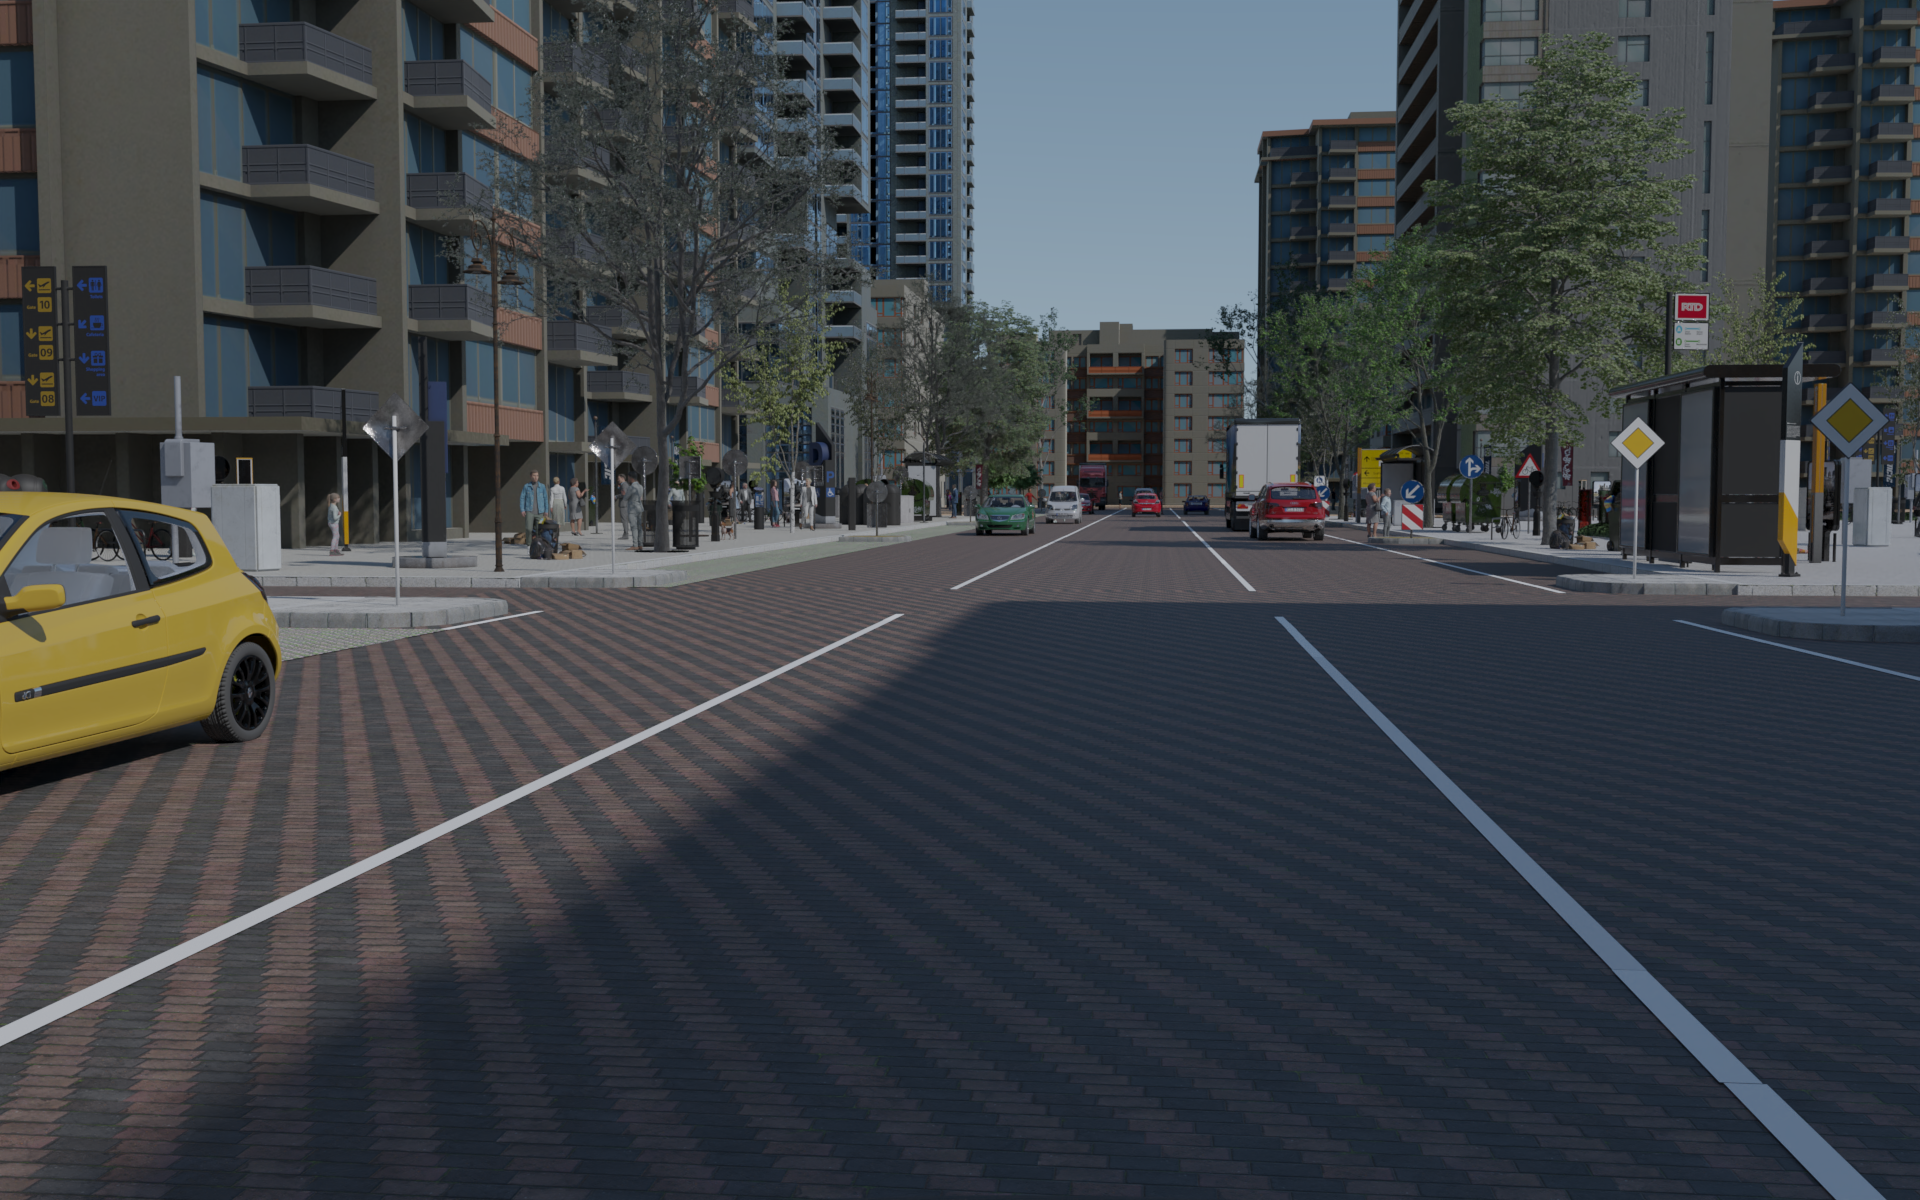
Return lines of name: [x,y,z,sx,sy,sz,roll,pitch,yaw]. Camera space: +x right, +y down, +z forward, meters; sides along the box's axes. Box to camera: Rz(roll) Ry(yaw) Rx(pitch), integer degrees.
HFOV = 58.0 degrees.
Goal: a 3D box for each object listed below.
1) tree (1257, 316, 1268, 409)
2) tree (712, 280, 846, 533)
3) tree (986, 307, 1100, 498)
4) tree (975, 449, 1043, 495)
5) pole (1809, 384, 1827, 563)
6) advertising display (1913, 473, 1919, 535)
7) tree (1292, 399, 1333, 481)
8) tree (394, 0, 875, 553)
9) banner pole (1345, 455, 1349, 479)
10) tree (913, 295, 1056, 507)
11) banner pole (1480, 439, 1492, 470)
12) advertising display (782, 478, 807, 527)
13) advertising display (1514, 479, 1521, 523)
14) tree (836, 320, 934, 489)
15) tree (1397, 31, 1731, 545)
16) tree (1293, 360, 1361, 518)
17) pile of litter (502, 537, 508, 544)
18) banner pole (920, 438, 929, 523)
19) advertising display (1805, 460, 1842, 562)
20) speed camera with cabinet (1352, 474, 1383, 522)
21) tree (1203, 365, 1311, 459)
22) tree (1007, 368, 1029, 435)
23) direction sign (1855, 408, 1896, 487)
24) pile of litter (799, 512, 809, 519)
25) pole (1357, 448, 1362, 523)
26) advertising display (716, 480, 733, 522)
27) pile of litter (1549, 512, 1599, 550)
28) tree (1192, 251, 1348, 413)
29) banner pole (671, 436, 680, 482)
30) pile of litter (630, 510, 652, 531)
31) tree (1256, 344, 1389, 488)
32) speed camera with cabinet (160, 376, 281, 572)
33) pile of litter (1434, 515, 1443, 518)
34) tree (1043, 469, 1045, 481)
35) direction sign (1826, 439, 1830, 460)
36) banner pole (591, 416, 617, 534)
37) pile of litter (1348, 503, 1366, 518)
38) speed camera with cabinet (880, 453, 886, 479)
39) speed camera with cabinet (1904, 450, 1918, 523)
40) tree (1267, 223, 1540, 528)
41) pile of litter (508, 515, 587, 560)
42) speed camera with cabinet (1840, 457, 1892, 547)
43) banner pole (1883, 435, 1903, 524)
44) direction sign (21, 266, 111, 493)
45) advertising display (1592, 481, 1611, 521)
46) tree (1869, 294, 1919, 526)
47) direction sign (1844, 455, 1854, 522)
tree: [18.965,-9.825,86.397,9.928,11.665,9.643,0,3,0]
tree: [-5.722,-6.517,56.921,4.737,8.622,4.395,0,3,0]
tree: [7.979,-19.689,177.806,12.611,20.169,13.585,0,3,0]
tree: [2.660,-8.470,122.190,4.285,4.588,4.351,0,3,0]
pole: [15.892,-2.339,32.087,0.158,3.312,0.155,0,3,0]
advertising display: [29.446,-2.891,52.480,0.974,1.923,0.123,3,5,43]
tree: [23.807,-10.371,119.922,4.737,8.622,4.395,0,3,0]
tree: [-6.402,-7.786,37.666,12.009,13.543,11.850,0,3,0]
banner pole: [22.057,-6.667,99.018,0.401,3.779,0.863,0,4,-8]
tree: [1.682,-12.586,112.435,9.857,13.997,8.962,0,3,0]
banner pole: [23.655,-5.388,78.115,0.401,3.779,0.863,-2,4,-30]
advertising display: [-6.453,-3.814,67.576,0.974,1.923,0.123,-2,4,-23]
advertising display: [24.507,-4.338,76.143,0.123,1.923,0.974,1,4,9]
tree: [-3.440,-7.528,73.443,4.360,8.622,3.978,0,3,0]
tree: [14.806,-7.622,42.751,7.486,12.596,7.792,0,3,0]
tree: [19.984,-8.825,94.654,4.360,8.622,3.978,0,3,0]
pile of litter: [-11.220,-1.872,44.566,1.176,0.858,1.719,0,4,-2]
banner pole: [-1.625,-5.345,77.413,0.401,3.779,0.863,0,4,-6]
advertising display: [16.477,-1.704,33.069,0.123,1.923,0.974,0,4,-4]
speed camera with cabinet: [18.955,-5.172,78.890,2.038,3.252,0.660,1,4,22]
tree: [28.155,-15.444,162.871,12.009,13.543,11.850,0,3,0]
tree: [-1.304,-11.269,94.618,12.009,13.543,11.850,0,3,0]
direction sign: [24.279,-3.292,45.828,0.876,3.537,0.379,0,4,-5]
pile of litter: [-8.231,-4.703,90.857,1.176,0.858,1.719,1,4,22]
pole: [17.657,-5.062,76.608,0.158,3.312,0.155,0,3,0]
advertising display: [-10.692,-4.471,78.321,0.974,1.923,0.123,2,4,26]
pile of litter: [14.468,-1.631,40.626,1.719,0.858,1.176,-3,4,-39]
tree: [24.909,-17.240,137.763,12.611,20.169,13.585,0,3,0]
banner pole: [-12.298,-5.183,74.755,0.401,3.779,0.863,1,4,20]
pile of litter: [-10.939,-2.836,60.326,1.176,0.858,1.719,1,4,13]
tree: [21.663,-10.445,105.183,8.767,10.594,7.601,-1,4,-18]
speed camera with cabinet: [-12.419,-2.125,29.076,2.038,3.252,0.660,1,4,21]
pile of litter: [25.862,-4.771,91.973,1.176,0.858,1.719,0,4,-4]
tree: [5.097,-9.638,141.287,4.285,4.588,4.351,0,3,0]
direction sign: [32.817,-4.499,65.557,0.379,3.537,0.876,2,4,32]
banner pole: [-11.467,-4.016,55.674,0.863,3.779,0.401,0,4,1]
pile of litter: [21.628,-4.946,94.827,1.719,0.858,1.176,1,4,9]
speed camera with cabinet: [-3.716,-5.551,85.091,0.660,3.252,2.038,2,4,24]
speed camera with cabinet: [43.549,-5.095,77.644,2.038,3.252,0.660,1,4,15]
tree: [17.860,-8.542,65.418,9.928,11.665,9.643,0,3,0]
pile of litter: [-7.947,-1.257,34.514,1.176,0.858,1.719,1,4,21]
speed camera with cabinet: [22.570,-2.987,43.175,0.660,3.252,2.038,1,4,8]
banner pole: [39.594,-5.103,73.449,0.863,3.779,0.401,1,4,21]
direction sign: [-8.890,-1.547,17.292,0.876,3.537,0.379,0,4,5]
advertising display: [30.892,-4.783,83.415,0.974,1.923,0.123,-1,4,-14]
tree: [33.829,-6.737,60.506,4.360,8.622,3.978,0,3,0]
direction sign: [40.516,-5.298,78.614,0.876,3.537,0.379,-1,4,-10]
